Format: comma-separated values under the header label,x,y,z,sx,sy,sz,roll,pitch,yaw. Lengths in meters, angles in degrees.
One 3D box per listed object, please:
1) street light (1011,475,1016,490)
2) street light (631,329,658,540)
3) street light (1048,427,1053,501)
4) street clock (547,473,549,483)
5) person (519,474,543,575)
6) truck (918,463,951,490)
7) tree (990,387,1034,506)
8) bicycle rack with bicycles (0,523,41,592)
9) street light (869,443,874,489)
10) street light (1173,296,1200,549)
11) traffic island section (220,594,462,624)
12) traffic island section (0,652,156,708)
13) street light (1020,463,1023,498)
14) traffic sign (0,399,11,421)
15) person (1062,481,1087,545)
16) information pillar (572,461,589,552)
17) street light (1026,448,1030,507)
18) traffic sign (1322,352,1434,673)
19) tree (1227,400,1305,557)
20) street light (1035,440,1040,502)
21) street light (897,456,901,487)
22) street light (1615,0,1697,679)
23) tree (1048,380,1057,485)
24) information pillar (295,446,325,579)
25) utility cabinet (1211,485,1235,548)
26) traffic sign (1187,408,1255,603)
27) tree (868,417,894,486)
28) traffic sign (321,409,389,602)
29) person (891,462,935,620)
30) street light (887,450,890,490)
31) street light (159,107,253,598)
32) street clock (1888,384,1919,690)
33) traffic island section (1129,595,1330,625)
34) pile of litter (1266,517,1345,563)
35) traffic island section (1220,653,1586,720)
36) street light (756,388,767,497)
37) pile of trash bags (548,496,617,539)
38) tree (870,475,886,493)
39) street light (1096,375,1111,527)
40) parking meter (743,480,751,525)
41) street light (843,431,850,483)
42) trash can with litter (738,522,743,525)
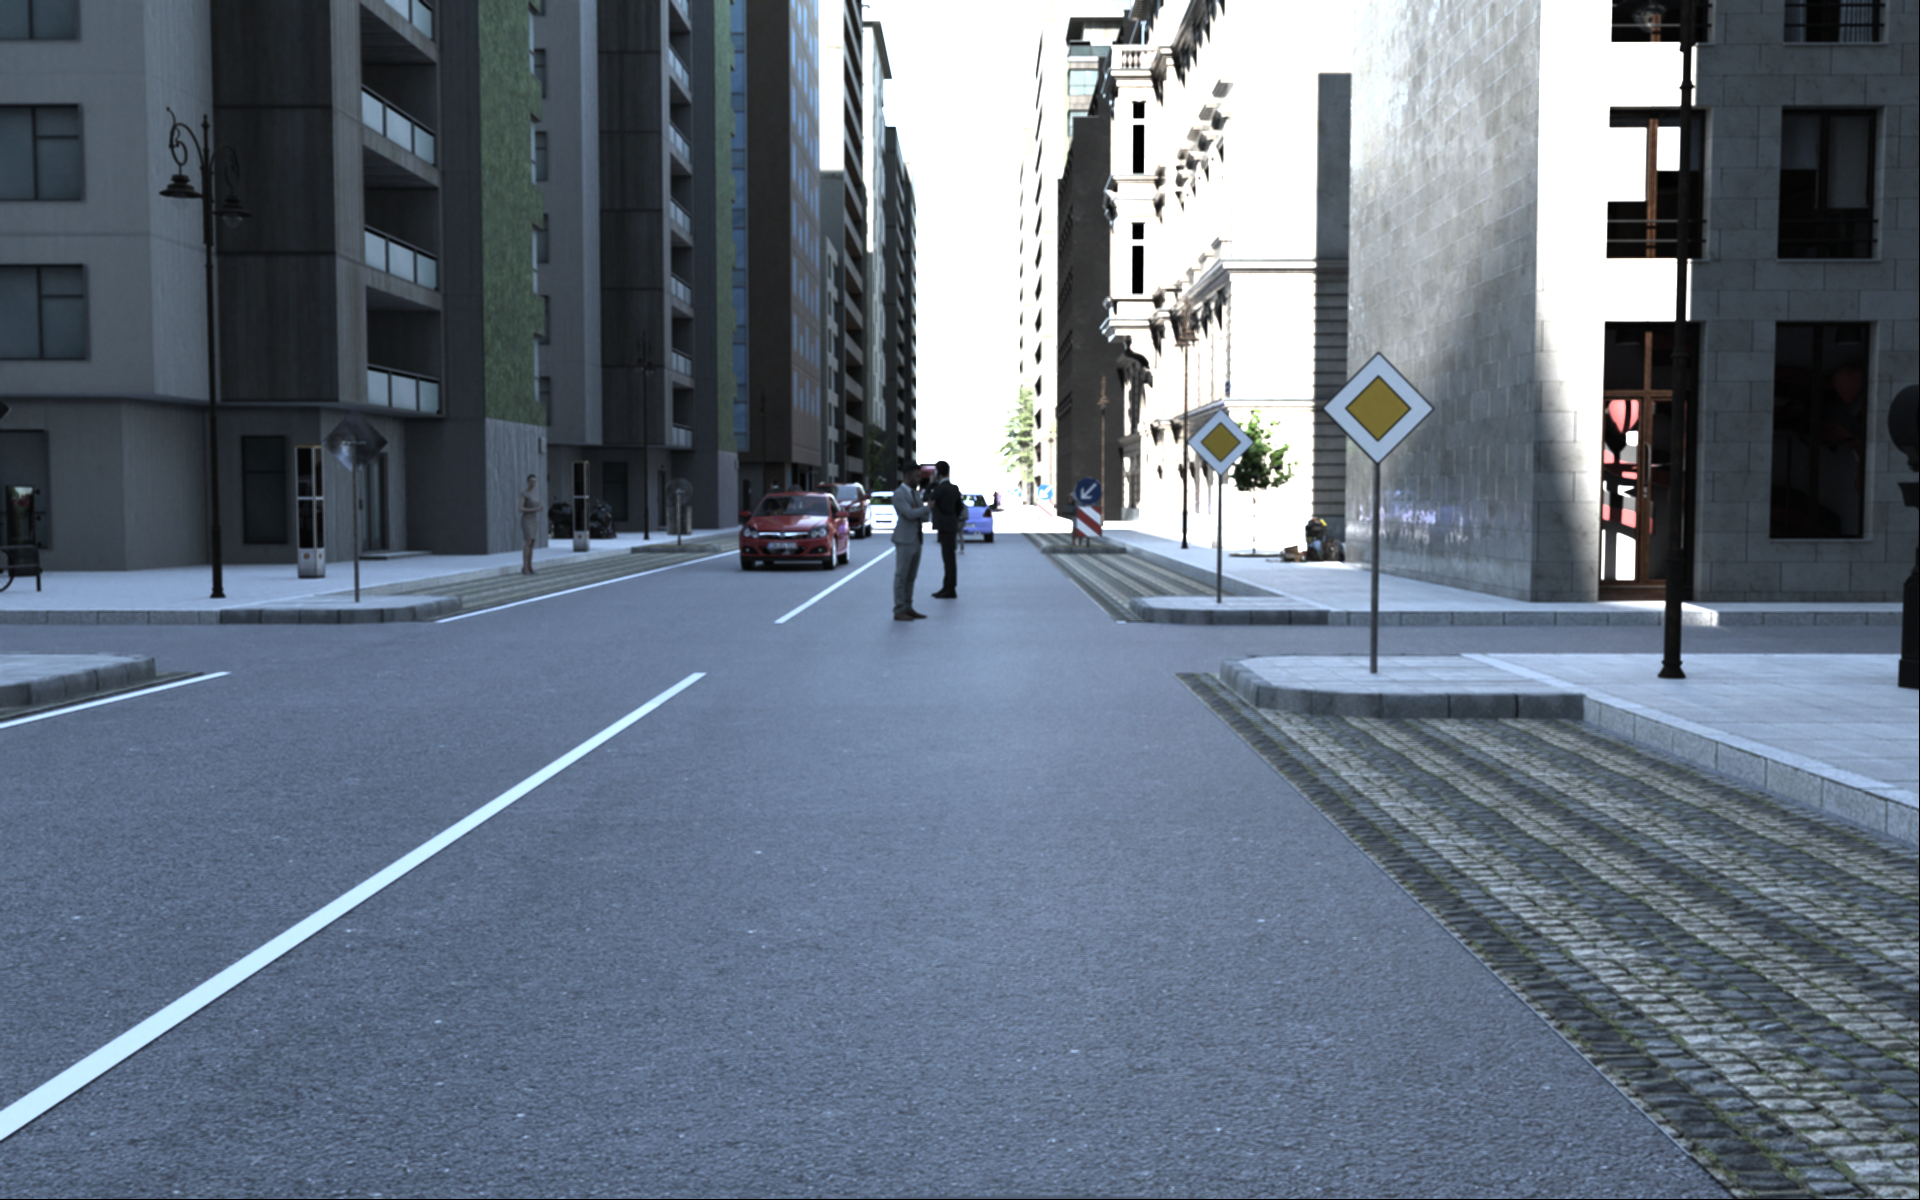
label,x,y,z,sx,sy,sz,roll,pitch,yaw
street light,7.572,-17.247,254.768,0.468,5.910,1.993,0,4,1
street light,-8.833,-4.638,48.612,0.468,5.910,1.993,0,4,1
street light,6.126,-8.814,116.900,0.468,5.910,1.993,0,4,1
street clock,-12.660,-2.922,52.344,0.471,2.002,0.358,0,4,-1
person,-7.591,-1.335,30.672,0.374,1.781,0.599,1,4,18
truck,-2.309,-10.330,157.801,2.839,4.237,11.283,0,4,2
tree,7.025,-16.203,183.051,7.486,12.596,7.792,0,3,0
bicycle rack with bicycles,-13.296,-0.523,21.933,2.852,0.926,2.925,1,4,9
street light,-7.718,-10.983,152.357,0.468,5.910,1.993,0,4,1
street light,5.291,-4.149,40.618,0.468,5.910,1.993,0,4,1
traffic island section,-7.168,0.107,20.533,2.009,0.180,2.903,0,4,1
traffic island section,-7.253,0.595,12.549,2.009,0.180,2.903,0,4,1
street light,7.057,-13.889,199.873,0.468,5.910,1.993,0,4,1
traffic sign,-7.229,-0.541,12.487,0.795,2.450,0.064,0,4,1
person,3.057,-2.255,45.719,0.716,1.782,0.532,0,4,5
information pillar,-8.452,-2.086,38.605,0.304,2.012,0.304,0,4,1
street light,6.743,-12.149,171.428,0.468,5.910,1.993,0,4,1
traffic sign,2.964,-0.533,12.358,0.795,2.450,0.064,0,4,1
tree,5.972,-2.506,35.580,1.663,3.219,1.824,0,3,0
street light,6.497,-10.486,144.227,0.468,5.910,1.993,0,4,1
street light,-7.273,-14.380,207.896,0.468,5.910,1.993,0,4,1
street light,4.979,-2.394,11.936,0.468,5.910,1.993,0,4,1
tree,7.126,-9.435,104.625,4.737,8.622,4.395,0,3,0
information pillar,-9.895,-1.339,26.377,0.304,2.012,0.304,0,4,6
utility cabinet,6.272,-2.000,41.384,0.318,1.500,1.173,1,4,21
traffic sign,3.049,-1.021,20.342,0.795,2.450,0.064,0,4,1
tree,-8.623,-13.205,166.263,4.737,8.622,4.395,0,3,0
traffic sign,-7.144,-1.029,20.471,0.795,2.450,0.064,0,4,1
person,-0.527,-0.677,19.751,0.466,1.800,0.511,1,4,13
street light,-7.422,-12.695,180.356,0.468,5.910,1.993,0,4,1
street light,-9.185,-2.964,21.257,0.468,5.910,1.993,0,4,1
street clock,6.353,-0.417,11.393,0.471,2.002,0.358,-1,4,-18
traffic island section,3.073,0.114,20.419,2.009,0.180,2.903,0,4,1
pile of litter,6.605,-1.160,32.936,1.719,0.858,1.176,0,4,-4
traffic island section,2.988,0.602,12.435,2.009,0.180,2.903,0,4,1
street light,-8.577,-6.302,75.825,0.468,5.910,1.993,0,4,1
pile of trash bags,-11.611,-2.475,50.222,3.447,1.369,1.912,0,4,7
tree,-8.102,-10.875,172.406,1.663,3.219,1.824,0,3,0
street light,5.596,-5.807,67.725,0.468,5.910,1.993,0,4,1
parking meter,-8.607,-3.929,69.942,0.255,1.863,0.399,0,4,8
street light,-8.091,-9.268,124.323,0.468,5.910,1.993,0,4,1
trash can with litter,-9.410,-3.701,71.562,1.678,1.210,2.233,-1,4,-16
